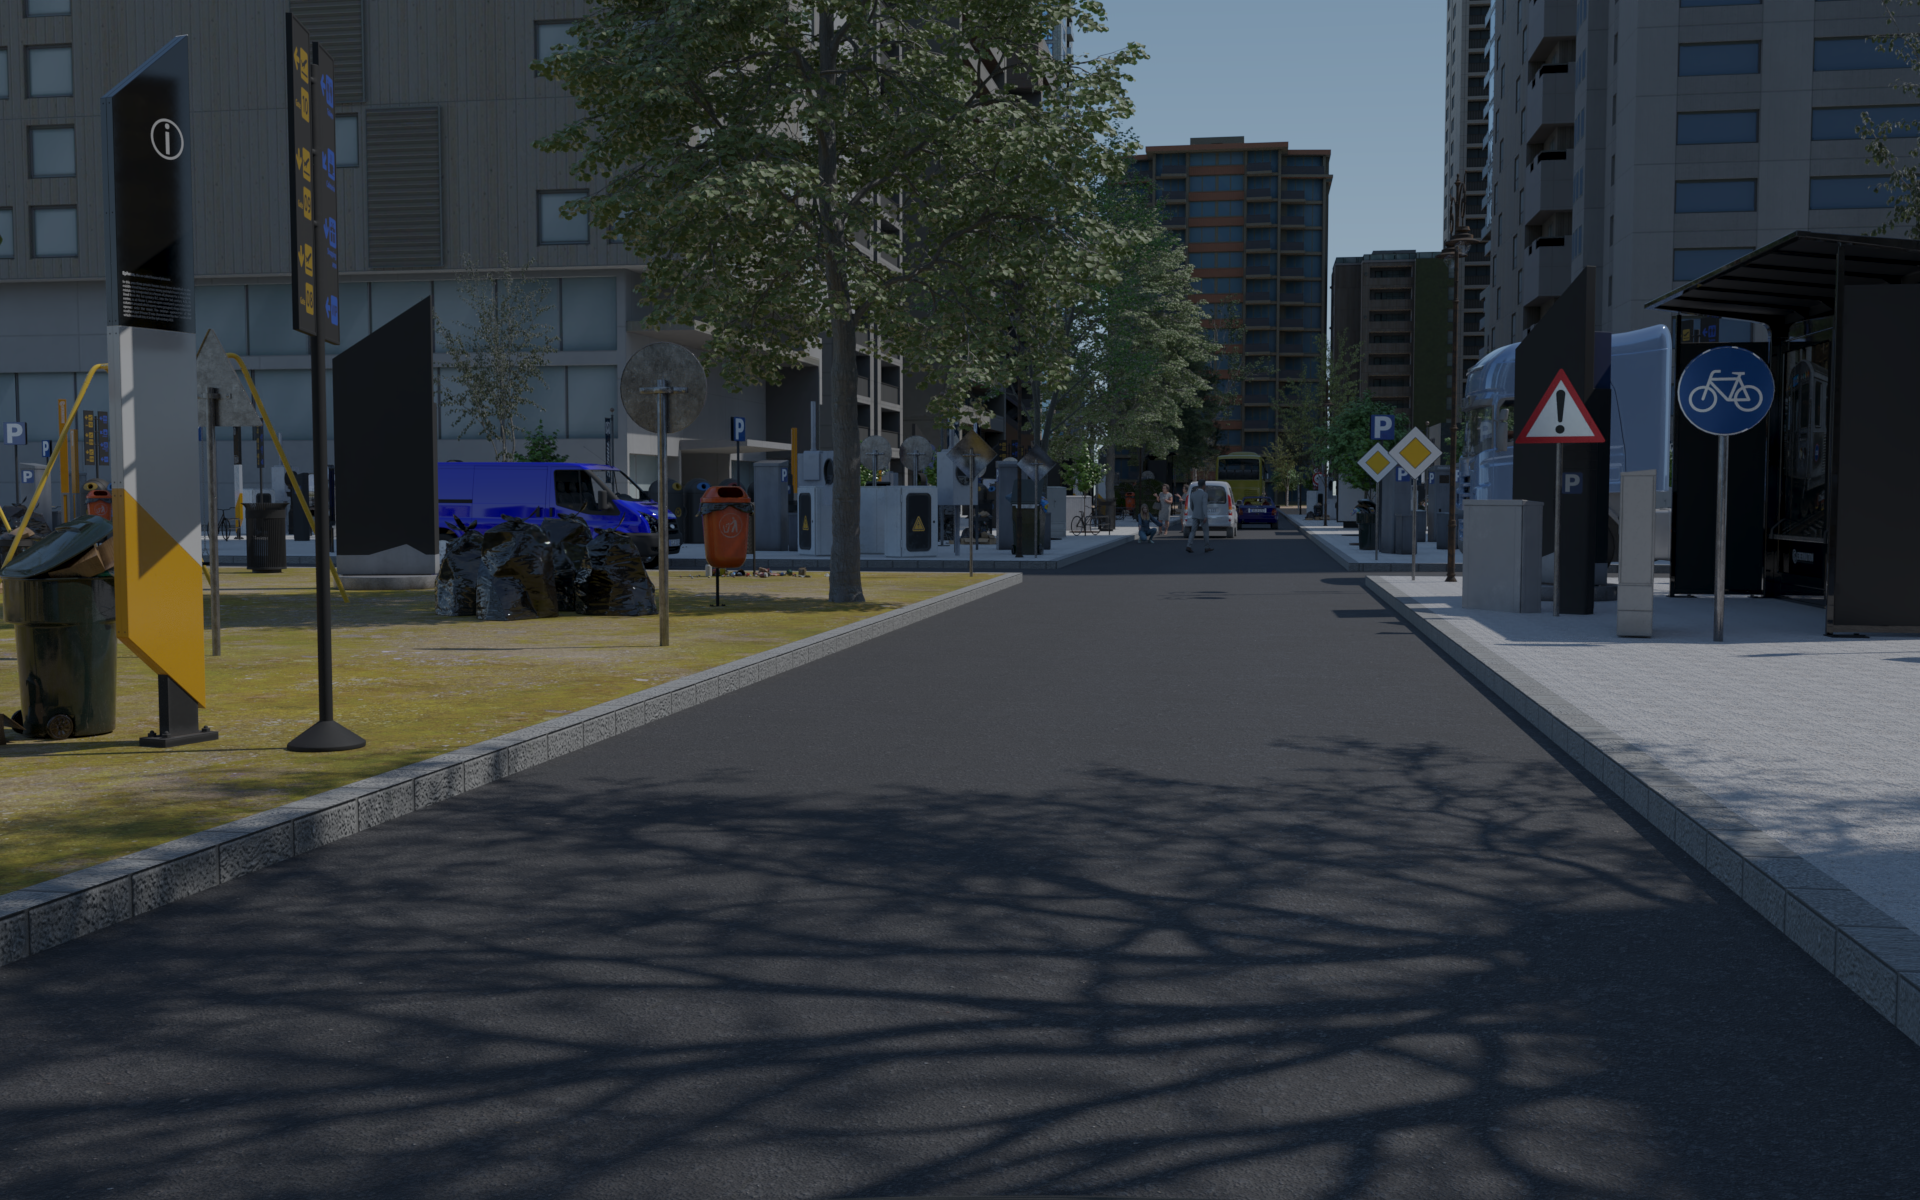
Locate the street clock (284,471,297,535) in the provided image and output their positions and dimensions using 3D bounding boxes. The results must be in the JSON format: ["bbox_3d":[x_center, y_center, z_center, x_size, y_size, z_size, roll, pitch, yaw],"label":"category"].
[{"bbox_3d":[-21.104,-3.066,54.703,0.358,2.002,0.471,0,4,7],"label":"street clock"}]

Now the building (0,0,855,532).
[{"bbox_3d":[-19.791,-29.368,69.401,28.713,52.752,27.495,1,4,10],"label":"building"}]

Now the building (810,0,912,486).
[{"bbox_3d":[-16.371,-44.442,164.885,20.611,71.187,20.563,1,4,10],"label":"building"}]

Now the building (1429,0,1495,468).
[{"bbox_3d":[53.594,-51.059,147.488,22.319,86.520,31.000,1,4,10],"label":"building"}]

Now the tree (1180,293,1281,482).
[{"bbox_3d":[23.321,-18.832,163.789,12.611,20.169,13.585,0,3,0],"label":"tree"}]

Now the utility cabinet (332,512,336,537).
[{"bbox_3d":[-18.500,-2.642,51.882,0.318,1.500,1.173,2,4,24],"label":"utility cabinet"}]

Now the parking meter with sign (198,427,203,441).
[{"bbox_3d":[-17.590,-2.649,39.567,0.543,3.016,1.738,-2,4,-25],"label":"parking meter with sign"}]

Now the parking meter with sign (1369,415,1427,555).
[{"bbox_3d":[9.395,-2.512,37.340,0.543,3.016,1.738,0,4,-8],"label":"parking meter with sign"}]

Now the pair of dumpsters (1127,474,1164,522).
[{"bbox_3d":[8.836,-4.771,80.506,1.574,2.255,4.437,1,4,10],"label":"pair of dumpsters"}]

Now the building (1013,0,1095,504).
[{"bbox_3d":[1.297,-55.407,218.574,31.000,86.520,22.319,1,4,10],"label":"building"}]

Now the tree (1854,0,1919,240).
[{"bbox_3d":[13.306,-4.383,22.028,4.360,8.622,3.978,0,3,0],"label":"tree"}]

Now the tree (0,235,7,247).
[{"bbox_3d":[-5.061,-1.341,5.645,4.285,4.588,4.351,0,3,0],"label":"tree"}]

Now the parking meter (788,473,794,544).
[{"bbox_3d":[-4.365,-2.290,43.154,0.399,1.863,0.255,-3,4,-37],"label":"parking meter"}]

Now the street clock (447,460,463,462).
[{"bbox_3d":[-10.689,-1.966,36.714,0.471,2.002,0.358,1,4,19],"label":"street clock"}]

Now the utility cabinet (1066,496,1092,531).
[{"bbox_3d":[4.094,-3.033,60.753,1.020,1.237,0.306,-1,4,-19],"label":"utility cabinet"}]

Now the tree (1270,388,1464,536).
[{"bbox_3d":[12.519,-4.240,53.034,4.285,4.588,4.351,0,3,0],"label":"tree"}]

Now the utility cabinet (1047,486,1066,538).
[{"bbox_3d":[2.588,-2.543,50.260,1.173,1.500,0.318,-3,5,-44],"label":"utility cabinet"}]

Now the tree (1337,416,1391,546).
[{"bbox_3d":[10.246,-2.986,43.429,1.663,3.219,1.824,0,3,0],"label":"tree"}]

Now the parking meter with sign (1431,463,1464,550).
[{"bbox_3d":[11.798,-2.702,40.433,1.738,3.016,0.543,-3,5,-41],"label":"parking meter with sign"}]

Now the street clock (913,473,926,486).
[{"bbox_3d":[-1.399,-3.411,60.334,0.358,2.002,0.471,-3,4,-37],"label":"street clock"}]

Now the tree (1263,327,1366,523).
[{"bbox_3d":[16.119,-7.734,76.806,4.737,8.622,4.395,0,3,0],"label":"tree"}]

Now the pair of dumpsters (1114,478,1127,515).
[{"bbox_3d":[9.941,-6.241,104.534,1.574,2.255,4.437,1,4,10],"label":"pair of dumpsters"}]

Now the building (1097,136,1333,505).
[{"bbox_3d":[31.117,-34.290,215.272,28.867,44.769,22.147,1,4,10],"label":"building"}]

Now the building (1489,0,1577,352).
[{"bbox_3d":[51.816,-32.325,117.755,28.713,52.752,27.495,1,4,10],"label":"building"}]

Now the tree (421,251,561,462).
[{"bbox_3d":[-13.772,-6.189,51.552,4.360,8.622,3.978,0,3,0],"label":"tree"}]

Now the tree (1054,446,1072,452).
[{"bbox_3d":[6.581,-7.431,105.215,4.285,4.588,4.351,0,3,0],"label":"tree"}]

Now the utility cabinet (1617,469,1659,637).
[{"bbox_3d":[6.205,-0.442,15.902,0.318,1.500,1.173,1,4,22],"label":"utility cabinet"}]

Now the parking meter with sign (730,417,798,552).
[{"bbox_3d":[-4.250,-2.611,38.955,1.738,3.016,0.543,1,4,21],"label":"parking meter with sign"}]

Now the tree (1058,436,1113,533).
[{"bbox_3d":[4.011,-3.848,57.510,1.663,3.219,1.824,0,3,0],"label":"tree"}]

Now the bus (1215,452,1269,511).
[{"bbox_3d":[16.362,-6.666,100.533,2.896,3.916,12.252,1,4,11],"label":"bus"}]

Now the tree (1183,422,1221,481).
[{"bbox_3d":[24.749,-13.752,175.204,4.360,8.622,3.978,0,3,0],"label":"tree"}]

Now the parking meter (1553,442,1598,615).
[{"bbox_3d":[6.568,-0.783,18.521,0.399,1.863,0.255,3,5,40],"label":"parking meter"}]

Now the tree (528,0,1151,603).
[{"bbox_3d":[-1.773,-6.262,20.504,7.486,12.596,7.792,0,3,0],"label":"tree"}]

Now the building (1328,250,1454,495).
[{"bbox_3d":[51.711,-26.685,207.998,14.107,30.474,14.160,1,4,10],"label":"building"}]

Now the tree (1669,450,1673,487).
[{"bbox_3d":[27.800,-4.491,68.026,1.663,3.219,1.824,0,3,0],"label":"tree"}]

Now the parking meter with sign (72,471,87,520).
[{"bbox_3d":[-28.929,-3.689,56.581,0.543,3.016,1.738,3,4,39],"label":"parking meter with sign"}]

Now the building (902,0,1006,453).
[{"bbox_3d":[-8.751,-30.563,123.408,21.300,48.544,21.600,1,4,10],"label":"building"}]

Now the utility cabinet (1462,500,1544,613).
[{"bbox_3d":[5.977,-0.485,19.099,0.306,1.237,1.020,-1,4,-21],"label":"utility cabinet"}]

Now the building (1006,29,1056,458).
[{"bbox_3d":[1.321,-31.546,165.883,14.200,45.320,14.600,1,4,10],"label":"building"}]

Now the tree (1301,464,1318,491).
[{"bbox_3d":[22.553,-7.036,109.641,1.663,3.219,1.824,0,3,0],"label":"tree"}]

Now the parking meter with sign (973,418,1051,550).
[{"bbox_3d":[1.208,-2.663,39.806,1.738,3.016,0.543,-1,4,-8],"label":"parking meter with sign"}]

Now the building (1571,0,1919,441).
[{"bbox_3d":[42.803,-33.428,88.551,21.231,58.520,28.212,1,4,10],"label":"building"}]

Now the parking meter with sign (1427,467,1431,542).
[{"bbox_3d":[12.887,-3.060,46.284,1.738,3.016,0.543,-1,4,-12],"label":"parking meter with sign"}]

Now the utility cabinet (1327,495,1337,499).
[{"bbox_3d":[21.286,-5.340,98.462,1.020,1.237,0.306,2,4,30],"label":"utility cabinet"}]

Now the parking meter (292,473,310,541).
[{"bbox_3d":[-18.007,-2.545,47.318,0.399,1.863,0.255,1,4,19],"label":"parking meter"}]

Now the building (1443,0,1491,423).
[{"bbox_3d":[69.405,-47.033,207.246,20.611,71.187,20.563,1,4,10],"label":"building"}]

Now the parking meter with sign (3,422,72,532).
[{"bbox_3d":[-22.832,-2.849,42.849,0.543,3.016,1.738,0,4,3],"label":"parking meter with sign"}]

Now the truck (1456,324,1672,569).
[{"bbox_3d":[17.001,-2.314,27.595,18.799,4.110,2.967,1,4,9],"label":"truck"}]

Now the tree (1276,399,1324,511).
[{"bbox_3d":[26.395,-11.231,133.984,4.360,8.622,3.978,0,3,0],"label":"tree"}]

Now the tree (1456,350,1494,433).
[{"bbox_3d":[26.615,-8.229,84.904,4.737,8.622,4.395,0,3,0],"label":"tree"}]

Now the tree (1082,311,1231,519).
[{"bbox_3d":[9.295,-9.401,88.111,7.601,10.594,8.767,3,4,36],"label":"tree"}]

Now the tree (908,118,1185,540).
[{"bbox_3d":[2.296,-7.474,47.962,9.928,11.665,9.643,0,3,0],"label":"tree"}]

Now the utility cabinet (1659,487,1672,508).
[{"bbox_3d":[22.686,-2.872,55.643,0.318,1.500,1.173,-1,4,-21],"label":"utility cabinet"}]
